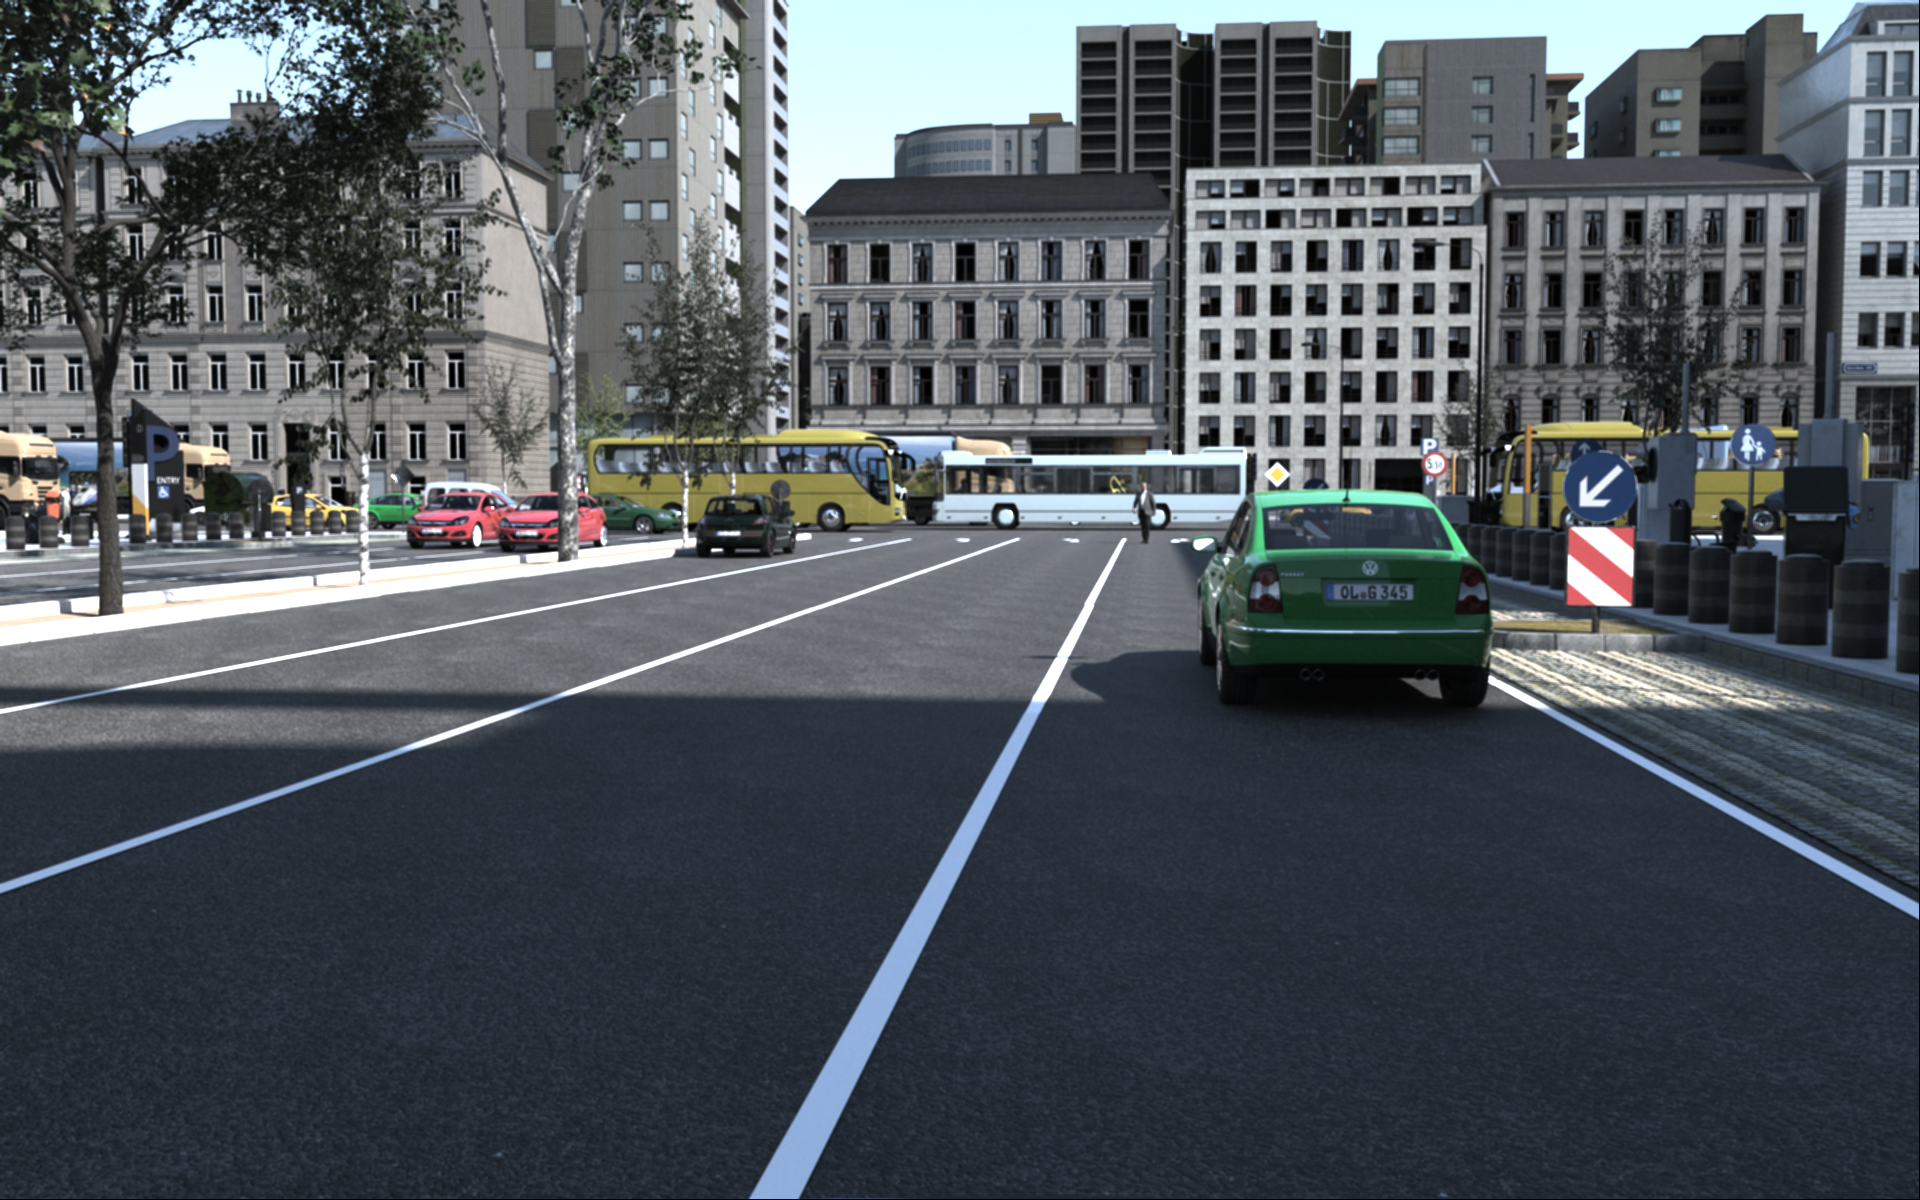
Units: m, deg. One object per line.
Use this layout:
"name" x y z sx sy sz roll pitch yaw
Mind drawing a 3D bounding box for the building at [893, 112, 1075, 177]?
"building" 4.226 -44.602 271.242 28.212 58.520 21.231 0 4 6

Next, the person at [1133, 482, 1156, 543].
"person" 5.340 -2.529 50.254 0.661 1.777 0.834 1 4 14

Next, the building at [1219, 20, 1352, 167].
"building" 48.923 -50.592 265.436 20.611 71.187 20.563 0 4 6

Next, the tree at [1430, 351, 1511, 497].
"tree" 26.522 -8.522 89.690 4.360 8.622 3.978 0 3 0

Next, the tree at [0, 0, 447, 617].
"tree" -9.721 -5.084 19.987 8.767 10.594 7.601 0 4 6

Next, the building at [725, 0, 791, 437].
"building" -33.683 -39.847 193.499 28.212 58.520 21.231 0 4 6

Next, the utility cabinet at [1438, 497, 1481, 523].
"utility cabinet" 12.432 -1.957 43.155 1.020 1.237 0.306 0 4 -7

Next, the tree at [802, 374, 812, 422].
"tree" -9.840 -15.227 155.619 9.857 13.997 8.962 0 3 0

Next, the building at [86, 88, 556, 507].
"building" -40.172 -19.216 111.452 25.104 27.353 12.463 0 4 6

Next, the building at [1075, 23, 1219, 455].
"building" 28.356 -50.685 266.951 20.611 71.187 20.563 0 4 6

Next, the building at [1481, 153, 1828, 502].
"building" 39.361 -15.459 101.902 18.267 20.994 9.793 0 4 6

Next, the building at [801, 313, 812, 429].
"building" -17.223 -30.537 270.979 14.107 30.474 14.160 0 4 6

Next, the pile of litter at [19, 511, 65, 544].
"pile of litter" -23.899 -1.894 44.934 1.176 0.858 1.719 -3 4 -36

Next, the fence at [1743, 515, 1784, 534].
"fence" 22.524 -2.019 48.390 2.069 0.683 0.278 -1 4 -21

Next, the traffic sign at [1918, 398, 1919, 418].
"traffic sign" 10.174 -1.077 17.717 0.768 2.556 0.104 1 4 11

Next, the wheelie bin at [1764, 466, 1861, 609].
"wheelie bin" 9.634 -0.716 19.615 0.980 1.594 0.693 1 4 22

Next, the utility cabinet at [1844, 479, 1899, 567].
"utility cabinet" 12.862 -0.986 24.804 1.173 1.500 0.318 0 4 1

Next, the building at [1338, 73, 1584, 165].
"building" 51.048 -32.153 180.325 22.147 44.769 28.867 0 4 6

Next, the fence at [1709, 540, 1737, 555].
"fence" 9.562 -0.388 21.718 0.278 0.683 2.069 2 4 33

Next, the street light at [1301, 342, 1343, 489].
"street light" 11.120 -4.921 53.002 1.470 5.913 1.316 0 4 6

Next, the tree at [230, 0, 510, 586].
"tree" -8.972 -4.482 26.104 4.360 8.622 3.978 0 3 0

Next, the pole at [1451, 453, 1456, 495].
"pole" 24.643 -5.671 86.566 0.158 3.312 0.155 0 3 0

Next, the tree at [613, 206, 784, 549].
"tree" -6.997 -5.585 44.135 4.360 8.622 3.978 0 3 0

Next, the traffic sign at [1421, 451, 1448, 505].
"traffic sign" 14.106 -3.145 51.524 0.768 2.556 0.104 1 4 10

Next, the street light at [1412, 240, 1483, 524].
"street light" 8.971 -3.624 31.791 1.470 5.913 1.316 0 4 6

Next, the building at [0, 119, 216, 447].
"building" -65.055 -19.424 114.839 25.104 27.353 12.463 0 4 6

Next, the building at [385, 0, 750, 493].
"building" -36.964 -35.404 168.090 28.713 52.752 27.495 0 4 6

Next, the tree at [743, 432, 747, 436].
"tree" -18.548 -11.132 132.371 4.737 8.622 4.395 0 3 0

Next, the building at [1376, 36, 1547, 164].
"building" 45.006 -29.094 159.288 14.154 41.232 14.086 0 4 6

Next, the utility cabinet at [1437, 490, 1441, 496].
"utility cabinet" 25.674 -5.220 94.033 0.318 1.500 1.173 3 5 44

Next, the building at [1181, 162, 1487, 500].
"building" 21.934 -15.252 104.126 16.860 20.320 10.420 0 4 6

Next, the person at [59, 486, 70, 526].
"person" -40.052 -4.203 77.453 0.478 1.798 0.641 1 4 22

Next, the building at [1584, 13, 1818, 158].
"building" 78.296 -34.076 180.840 21.600 48.544 21.300 0 4 6

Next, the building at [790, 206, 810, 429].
"building" -34.578 -39.895 275.977 21.600 48.544 21.300 0 4 6

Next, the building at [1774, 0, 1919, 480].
"building" 64.343 -19.720 99.915 29.804 29.767 11.434 0 4 6

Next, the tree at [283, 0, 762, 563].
"tree" -9.033 -10.828 35.384 12.611 20.169 13.585 0 3 0

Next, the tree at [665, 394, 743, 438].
"tree" -18.718 -10.622 124.025 4.737 8.622 4.395 0 3 0

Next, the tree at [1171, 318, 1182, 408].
"tree" 26.297 -18.885 164.663 12.611 20.169 13.585 0 3 0

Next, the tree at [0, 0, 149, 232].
"tree" -10.786 -5.567 10.487 9.611 12.733 9.660 0 3 0

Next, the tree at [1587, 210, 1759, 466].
"tree" 18.651 -5.842 45.880 4.360 8.622 3.978 0 3 0

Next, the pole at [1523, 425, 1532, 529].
"pole" 16.762 -3.508 51.192 0.158 3.312 0.155 0 3 0

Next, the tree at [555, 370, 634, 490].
"tree" -21.338 -9.263 101.812 4.737 8.622 4.395 0 3 0

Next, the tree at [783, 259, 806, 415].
"tree" -6.530 -5.927 49.727 4.360 8.622 3.978 0 3 0

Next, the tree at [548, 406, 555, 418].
"tree" -24.150 -8.704 92.675 4.360 8.622 3.978 0 3 0

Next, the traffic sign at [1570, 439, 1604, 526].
"traffic sign" 14.405 -2.431 39.850 0.768 2.556 0.104 1 4 11

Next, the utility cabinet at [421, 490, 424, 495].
"utility cabinet" -30.605 -5.514 98.833 0.318 1.500 1.173 -1 4 -17

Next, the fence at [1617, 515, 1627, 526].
"fence" 18.951 -2.048 48.857 2.069 0.683 0.278 1 4 16

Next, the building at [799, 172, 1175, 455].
"building" -7.175 -15.705 107.685 40.483 20.767 10.553 0 4 6

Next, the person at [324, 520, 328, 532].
"person" -22.106 -2.655 60.198 0.655 0.850 0.859 1 4 12
